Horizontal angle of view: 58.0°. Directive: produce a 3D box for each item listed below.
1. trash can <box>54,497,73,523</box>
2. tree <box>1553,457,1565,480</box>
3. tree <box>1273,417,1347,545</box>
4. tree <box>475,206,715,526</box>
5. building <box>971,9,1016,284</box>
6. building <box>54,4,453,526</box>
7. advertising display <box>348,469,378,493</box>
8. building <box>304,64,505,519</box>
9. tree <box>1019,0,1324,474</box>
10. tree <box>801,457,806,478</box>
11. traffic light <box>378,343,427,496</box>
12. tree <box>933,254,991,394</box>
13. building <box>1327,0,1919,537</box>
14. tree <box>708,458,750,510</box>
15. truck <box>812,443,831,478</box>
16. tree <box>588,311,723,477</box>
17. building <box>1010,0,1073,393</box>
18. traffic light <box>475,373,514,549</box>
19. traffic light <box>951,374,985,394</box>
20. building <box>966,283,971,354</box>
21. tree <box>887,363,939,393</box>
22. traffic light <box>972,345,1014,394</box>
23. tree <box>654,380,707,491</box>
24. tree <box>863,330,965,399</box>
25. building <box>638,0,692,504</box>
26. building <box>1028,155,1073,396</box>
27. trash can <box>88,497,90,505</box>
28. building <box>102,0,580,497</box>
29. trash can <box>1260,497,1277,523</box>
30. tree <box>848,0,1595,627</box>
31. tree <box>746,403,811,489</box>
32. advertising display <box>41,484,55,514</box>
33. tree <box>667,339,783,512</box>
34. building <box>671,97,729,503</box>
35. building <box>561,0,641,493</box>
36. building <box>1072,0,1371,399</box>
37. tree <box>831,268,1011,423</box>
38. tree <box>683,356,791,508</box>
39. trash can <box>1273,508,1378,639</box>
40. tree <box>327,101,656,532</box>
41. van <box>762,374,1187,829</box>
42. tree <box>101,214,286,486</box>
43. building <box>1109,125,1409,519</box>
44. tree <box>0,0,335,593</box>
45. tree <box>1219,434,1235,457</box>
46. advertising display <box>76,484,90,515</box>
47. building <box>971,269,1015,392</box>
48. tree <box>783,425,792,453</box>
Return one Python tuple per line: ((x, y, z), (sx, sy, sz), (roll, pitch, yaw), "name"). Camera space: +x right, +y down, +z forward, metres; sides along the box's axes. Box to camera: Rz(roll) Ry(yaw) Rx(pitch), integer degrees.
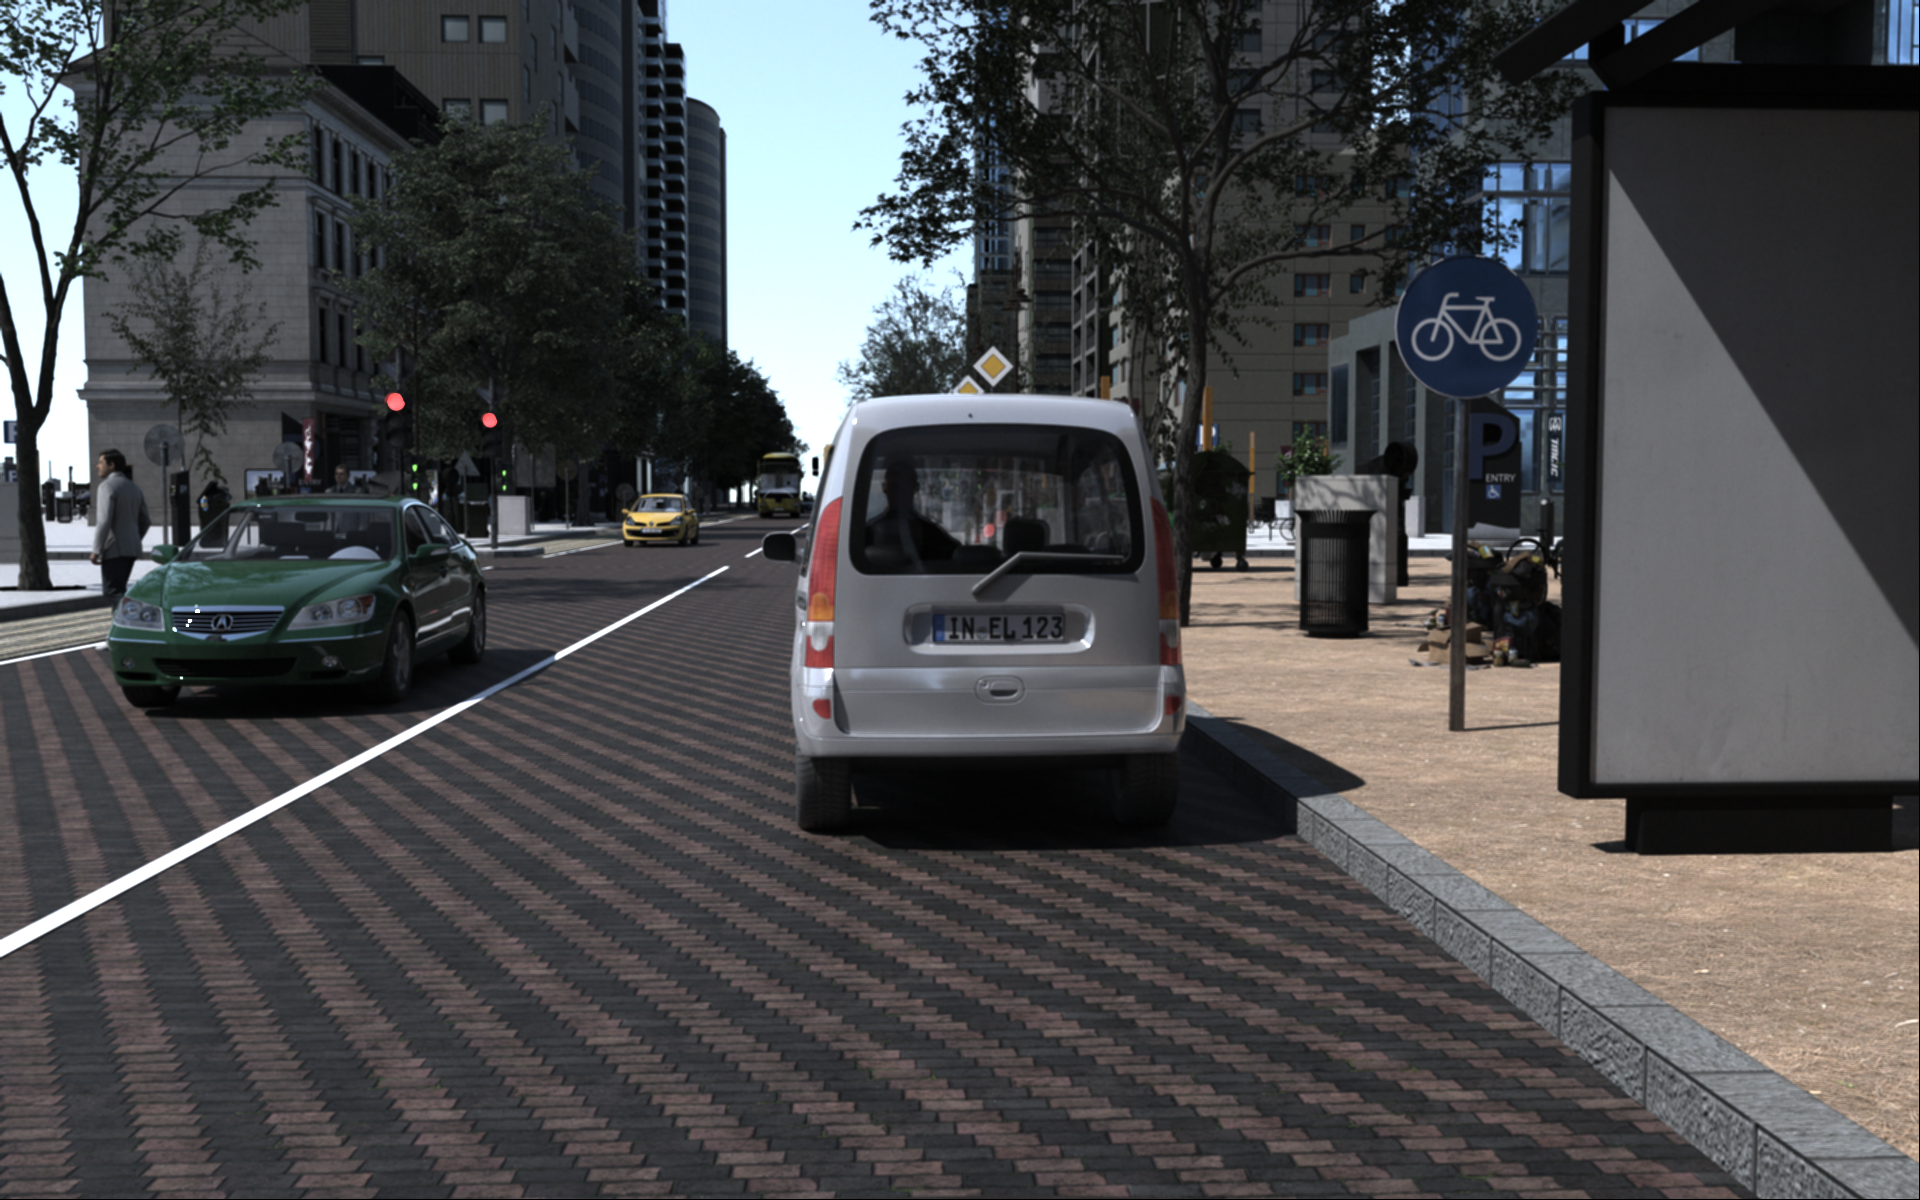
((-39.768, -3.990, 76.897), (0.748, 1.137, 0.748), (0, 3, 0), "trash can")
((16.578, -3.102, 45.324), (1.663, 3.219, 1.824), (0, 3, 0), "tree")
((8.626, -2.995, 43.570), (1.663, 3.219, 1.824), (0, 3, 0), "tree")
((-15.005, -9.291, 68.913), (9.611, 12.733, 9.660), (0, 3, 0), "tree")
((10.550, -57.868, 258.807), (22.319, 86.520, 31.000), (0, 4, -3), "building")
((-30.309, -13.387, 69.782), (10.553, 20.767, 40.483), (0, 4, -3), "building")
((-15.491, -2.416, 44.715), (0.974, 1.923, 0.123), (-3, 5, -44), "advertising display")
((-33.446, -16.392, 97.680), (12.332, 23.373, 15.834), (0, 4, -3), "building")
((2.804, -4.512, 24.138), (4.360, 8.622, 3.978), (0, 3, 0), "tree")
((-25.582, -19.202, 264.313), (4.737, 8.622, 4.395), (0, 3, 0), "tree")
((-10.388, -2.649, 32.238), (0.839, 4.253, 0.868), (0, 4, -3), "traffic light")
((0.976, -6.299, 53.350), (4.360, 8.622, 3.978), (0, 3, 0), "tree")
((30.013, -45.777, 61.118), (31.000, 86.520, 22.319), (0, 4, -3), "building")
((-18.305, -9.348, 136.554), (4.285, 4.588, 4.351), (0, 3, 0), "tree")
((-3.807, -4.233, 65.140), (3.469, 3.379, 9.791), (0, 4, -5), "truck")
((-17.074, -10.372, 95.339), (9.928, 11.665, 9.643), (0, 3, 0), "tree")
((19.833, -35.392, 167.894), (28.713, 52.752, 27.495), (0, 4, -3), "building")
((-10.822, -3.137, 40.211), (0.839, 4.253, 0.868), (0, 4, -3), "traffic light")
((0.172, -3.174, 40.823), (0.839, 4.253, 0.868), (0, 4, -3), "traffic light")
((7.731, -28.509, 237.820), (14.160, 30.474, 14.107), (0, 4, -3), "building")
((-4.109, -14.127, 147.990), (9.611, 12.733, 9.660), (0, 3, 0), "tree")
((0.606, -2.687, 32.850), (0.839, 4.253, 0.868), (0, 4, -3), "traffic light")
((-17.336, -9.535, 106.257), (4.360, 8.622, 3.978), (0, 3, 0), "tree")
((-2.570, -11.173, 108.427), (9.928, 11.665, 9.643), (0, 3, 0), "tree")
((-45.576, -55.661, 222.721), (22.319, 86.520, 31.000), (0, 4, -3), "building")
((12.566, -22.930, 146.610), (14.160, 30.474, 14.107), (0, 4, -3), "building")
((-45.155, -4.823, 90.513), (0.748, 1.137, 0.748), (0, 3, 0), "trash can")
((-43.137, -32.872, 126.690), (28.713, 52.752, 27.495), (0, 4, -3), "building")
((13.936, -4.074, 78.265), (0.748, 1.137, 0.748), (0, 3, 0), "trash can")
((2.390, -5.009, 16.308), (7.601, 10.594, 8.767), (1, 4, 20), "tree")
((-22.954, -18.046, 212.051), (9.611, 12.733, 9.660), (0, 3, 0), "tree")
((-57.604, -6.384, 109.585), (0.123, 1.923, 0.974), (2, 4, 32), "advertising display")
((-17.595, -12.758, 126.726), (7.486, 12.596, 7.792), (0, 3, 0), "tree")
((-45.630, -43.502, 253.249), (21.231, 58.520, 28.212), (0, 4, -3), "building")
((-40.995, -37.476, 154.733), (21.231, 58.520, 28.212), (0, 4, -3), "building")
((17.550, -42.204, 128.285), (20.563, 71.187, 20.611), (0, 4, -3), "building")
((-2.151, -11.305, 95.201), (12.009, 13.543, 11.850), (0, 3, 0), "tree")
((-20.431, -15.444, 159.170), (9.857, 13.997, 8.962), (0, 3, 0), "tree")
((3.363, -0.238, 15.550), (0.748, 1.137, 0.748), (0, 3, 0), "trash can")
((-14.728, -9.099, 55.421), (9.857, 13.997, 8.962), (0, 3, 0), "tree")
((-0.012, -0.111, 8.821), (2.013, 2.044, 4.112), (0, 4, -5), "van")
((-20.621, -5.879, 46.489), (4.360, 8.622, 3.978), (0, 3, 0), "tree")
((24.654, -15.786, 103.133), (27.650, 21.520, 28.899), (0, 4, -3), "building")
((-12.352, -5.942, 22.904), (9.928, 11.665, 9.643), (0, 3, 0), "tree")
((7.749, -3.471, 51.355), (1.663, 3.219, 1.824), (0, 3, 0), "tree")
((-54.299, -6.237, 107.194), (0.123, 1.923, 0.974), (3, 5, 41), "advertising display")
((9.270, -27.621, 223.300), (14.160, 30.474, 14.107), (0, 4, -3), "building")
((-20.474, -15.562, 172.571), (7.486, 12.596, 7.792), (0, 3, 0), "tree")
